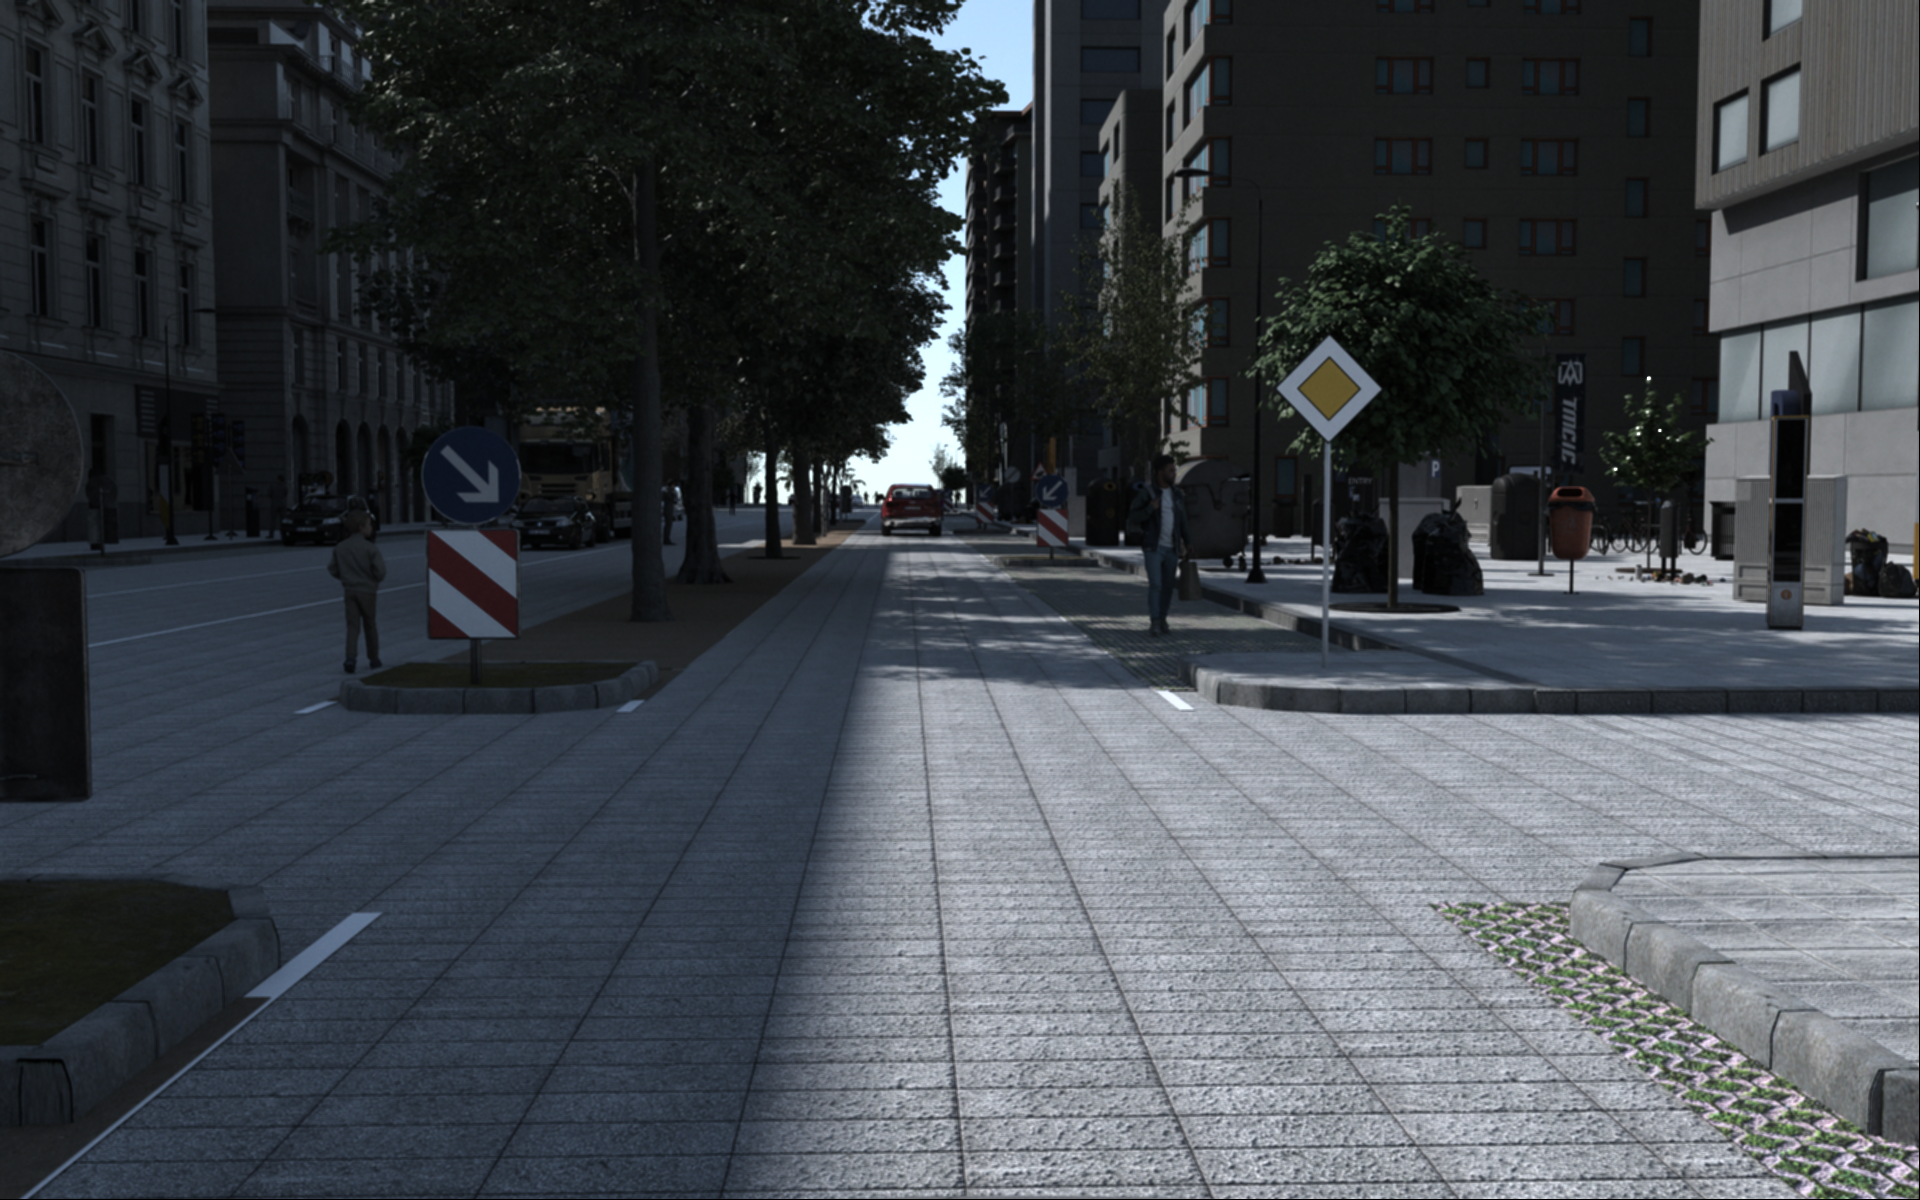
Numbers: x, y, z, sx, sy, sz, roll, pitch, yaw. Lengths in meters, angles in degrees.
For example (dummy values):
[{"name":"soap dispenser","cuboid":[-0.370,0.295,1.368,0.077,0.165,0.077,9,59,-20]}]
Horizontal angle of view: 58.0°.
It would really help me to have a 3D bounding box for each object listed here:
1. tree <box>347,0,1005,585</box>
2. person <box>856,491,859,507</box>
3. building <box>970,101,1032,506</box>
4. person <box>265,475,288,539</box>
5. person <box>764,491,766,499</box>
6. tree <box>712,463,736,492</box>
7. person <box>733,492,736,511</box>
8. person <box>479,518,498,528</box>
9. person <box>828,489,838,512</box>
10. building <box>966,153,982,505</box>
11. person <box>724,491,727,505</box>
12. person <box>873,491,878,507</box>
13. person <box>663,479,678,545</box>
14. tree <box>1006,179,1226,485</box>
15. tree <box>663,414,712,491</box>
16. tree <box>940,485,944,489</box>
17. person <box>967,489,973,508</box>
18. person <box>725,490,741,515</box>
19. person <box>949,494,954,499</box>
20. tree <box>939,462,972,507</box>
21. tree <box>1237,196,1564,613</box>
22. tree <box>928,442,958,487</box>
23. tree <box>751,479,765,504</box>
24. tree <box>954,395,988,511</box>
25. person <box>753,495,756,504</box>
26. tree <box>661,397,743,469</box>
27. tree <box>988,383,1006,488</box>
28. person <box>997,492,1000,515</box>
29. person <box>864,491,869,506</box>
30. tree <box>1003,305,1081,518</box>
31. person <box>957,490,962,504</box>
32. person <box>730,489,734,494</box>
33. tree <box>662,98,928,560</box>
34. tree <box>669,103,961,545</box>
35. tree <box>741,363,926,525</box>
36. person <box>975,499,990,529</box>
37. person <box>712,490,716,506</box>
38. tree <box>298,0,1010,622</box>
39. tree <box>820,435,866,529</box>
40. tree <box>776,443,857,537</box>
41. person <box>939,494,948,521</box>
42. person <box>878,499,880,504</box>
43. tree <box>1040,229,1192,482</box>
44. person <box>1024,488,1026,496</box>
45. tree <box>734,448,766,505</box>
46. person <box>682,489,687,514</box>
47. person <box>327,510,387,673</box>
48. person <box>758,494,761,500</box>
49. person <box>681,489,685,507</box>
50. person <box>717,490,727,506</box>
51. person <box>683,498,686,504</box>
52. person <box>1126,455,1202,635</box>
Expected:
[{"name":"tree","cuboid":[-4.128,-6.590,27.216,9.611,12.733,9.660,0,3,0]},{"name":"person","cuboid":[-11.324,-11.261,192.621,0.705,1.823,1.348,-1,4,-11]},{"name":"building","cuboid":[12.382,-33.128,196.274,22.147,44.769,28.867,0,4,-2]},{"name":"person","cuboid":[-19.787,-2.709,50.135,0.655,1.846,0.447,-3,4,-37]},{"name":"person","cuboid":[-23.457,-12.288,209.284,0.599,1.838,0.709,1,4,20]},{"name":"tree","cuboid":[-25.062,-12.103,181.599,4.285,4.588,4.351,0,3,0]},{"name":"person","cuboid":[-19.322,-8.468,148.424,0.415,1.643,0.593,-1,4,-17]},{"name":"person","cuboid":[-15.496,-2.948,56.682,0.713,1.824,0.794,0,4,8]},{"name":"person","cuboid":[-10.558,-8.063,140.317,1.348,1.826,0.705,0,4,8]},{"name":"building","cuboid":[11.735,-36.592,221.980,21.300,48.544,21.600,0,4,-2]},{"name":"person","cuboid":[-26.992,-11.825,199.476,0.705,1.812,1.348,0,4,2]},{"name":"person","cuboid":[-8.947,-10.862,186.878,1.217,1.735,0.721,3,4,36]},{"name":"person","cuboid":[-8.160,-2.479,48.833,0.447,1.846,0.655,-1,4,-22]},{"name":"tree","cuboid":[4.311,-5.492,40.157,4.737,8.622,4.395,0,3,0]},{"name":"tree","cuboid":[-24.353,-12.528,155.195,4.360,8.622,3.978,0,3,0]},{"name":"tree","cuboid":[-1.547,-12.731,202.752,1.663,3.219,1.824,0,3,0]},{"name":"person","cuboid":[0.932,-9.273,158.579,0.541,1.710,0.530,3,5,43]},{"name":"person","cuboid":[-15.362,-6.588,117.039,1.217,1.723,0.721,1,4,19]},{"name":"person","cuboid":[-1.214,-13.058,219.617,1.350,1.814,0.705,-3,5,-40]},{"name":"tree","cuboid":[-0.507,-11.801,176.658,4.285,4.588,4.351,0,3,0]},{"name":"tree","cuboid":[4.764,-2.172,19.231,4.285,4.588,4.351,0,3,0]},{"name":"tree","cuboid":[-2.454,-17.514,236.716,4.360,8.622,3.978,0,3,0]},{"name":"tree","cuboid":[-26.591,-14.244,227.496,1.663,3.219,1.824,0,3,0]},{"name":"tree","cuboid":[1.264,-10.827,127.383,4.737,8.622,4.395,0,3,0]},{"name":"person","cuboid":[-27.781,-13.930,234.461,0.551,1.740,0.621,0,4,-3]},{"name":"tree","cuboid":[-25.005,-15.507,163.902,12.009,13.543,11.850,0,3,0]},{"name":"tree","cuboid":[3.928,-7.655,75.515,4.737,8.622,4.395,0,3,0]},{"name":"person","cuboid":[2.449,-5.798,102.311,0.593,1.643,0.415,1,4,23]},{"name":"person","cuboid":[-10.908,-11.875,203.110,0.568,1.767,0.683,3,4,39]},{"name":"tree","cuboid":[2.475,-10.204,92.590,9.928,11.665,9.643,0,3,0]},{"name":"person","cuboid":[-0.192,-12.883,217.229,0.990,1.755,0.434,1,4,20]},{"name":"person","cuboid":[-24.478,-10.982,185.692,0.705,1.812,1.348,1,4,22]},{"name":"tree","cuboid":[-4.218,-6.709,37.911,9.928,11.665,9.643,0,3,0]},{"name":"tree","cuboid":[-4.372,-8.503,48.138,9.857,13.997,8.962,0,3,0]},{"name":"tree","cuboid":[-5.784,-8.632,78.008,8.767,10.594,7.601,0,4,-2]},{"name":"person","cuboid":[0.911,-3.828,71.281,0.583,1.804,0.606,3,5,43]},{"name":"person","cuboid":[-26.798,-11.039,187.248,1.217,1.743,0.721,2,4,32]},{"name":"tree","cuboid":[-3.355,-5.995,18.608,7.486,12.596,7.792,0,3,0]},{"name":"tree","cuboid":[-5.447,-7.225,70.949,4.360,8.622,3.978,0,3,0]},{"name":"tree","cuboid":[-4.571,-6.409,57.608,4.737,8.622,4.395,0,3,0]},{"name":"person","cuboid":[-0.919,-4.994,93.372,0.599,1.433,0.991,2,4,29]},{"name":"person","cuboid":[-11.416,-14.410,247.338,0.697,1.427,0.421,3,5,44]},{"name":"tree","cuboid":[4.536,-5.931,47.328,4.360,8.622,3.978,0,3,0]},{"name":"person","cuboid":[3.982,-6.483,112.766,0.721,1.743,1.217,-1,4,-14]},{"name":"tree","cuboid":[-25.679,-15.929,210.806,4.360,8.622,3.978,0,3,0]},{"name":"person","cuboid":[-19.375,-6.967,122.409,0.705,1.824,1.348,-3,5,-45]},{"name":"person","cuboid":[-4.870,-0.075,14.005,0.475,1.303,0.640,0,4,-7]},{"name":"person","cuboid":[-26.881,-13.768,231.697,0.434,1.755,0.990,0,4,-2]},{"name":"person","cuboid":[-27.357,-10.142,171.835,0.705,1.831,1.348,2,4,29]},{"name":"person","cuboid":[-24.527,-10.521,178.781,1.217,1.735,0.721,0,4,7]},{"name":"person","cuboid":[-14.896,-5.415,96.995,1.348,1.831,0.705,-2,4,-31]},{"name":"person","cuboid":[2.085,-0.549,17.463,0.794,1.824,0.713,0,4,-7]}]
